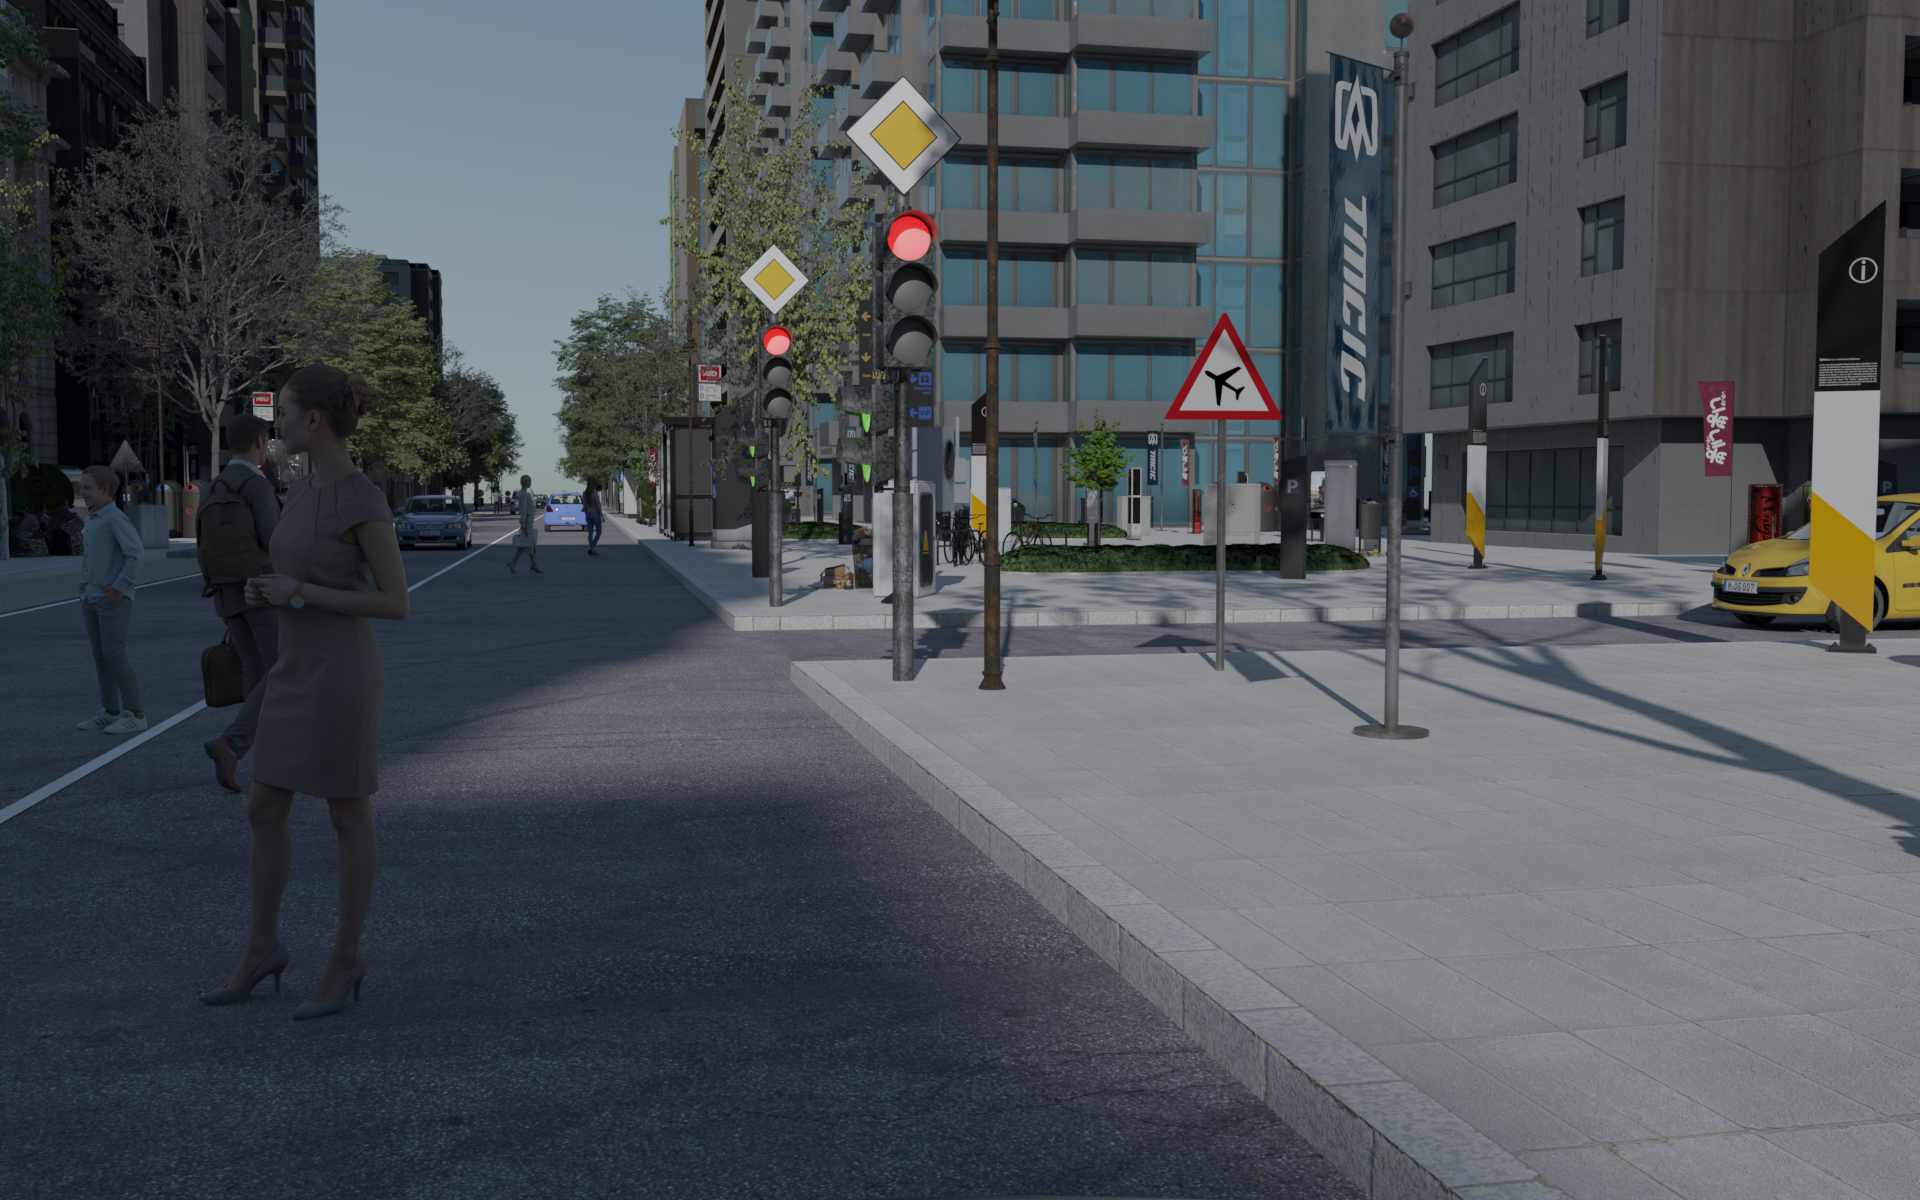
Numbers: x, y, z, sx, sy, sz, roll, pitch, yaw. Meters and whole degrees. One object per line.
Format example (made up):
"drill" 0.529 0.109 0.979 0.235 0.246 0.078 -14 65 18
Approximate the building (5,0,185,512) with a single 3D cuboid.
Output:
"building" -40.527 -14.775 71.252 12.332 23.373 15.834 -1 4 -12

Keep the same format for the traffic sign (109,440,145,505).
"traffic sign" -20.010 -2.542 41.562 0.884 2.594 0.081 0 4 -7

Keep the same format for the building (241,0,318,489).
"building" -55.162 -28.108 114.190 22.147 44.769 28.867 -1 4 -12

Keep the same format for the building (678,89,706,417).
"building" -23.917 -33.240 193.584 14.600 45.320 14.200 -1 4 -12

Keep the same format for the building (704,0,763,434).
"building" -8.825 -31.497 138.684 21.300 48.544 21.600 -1 4 -12

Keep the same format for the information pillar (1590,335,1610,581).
"information pillar" 9.573 -2.107 25.811 0.183 3.616 0.504 2 4 29

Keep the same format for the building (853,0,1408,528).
"building" 5.687 -28.026 77.841 23.786 49.044 30.456 -1 4 -12

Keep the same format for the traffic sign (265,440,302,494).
"traffic sign" -25.925 -4.361 65.169 2.265 3.308 0.079 0 4 -6

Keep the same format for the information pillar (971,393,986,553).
"information pillar" 0.500 -2.833 37.668 0.504 3.616 0.183 0 4 5

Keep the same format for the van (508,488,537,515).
"van" -30.787 -7.031 121.970 2.013 2.044 4.112 -1 4 -12

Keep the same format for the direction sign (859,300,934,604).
"direction sign" -0.743 -1.731 20.300 0.876 3.537 0.379 0 4 -5

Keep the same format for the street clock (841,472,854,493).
"street clock" -3.733 -3.269 58.018 0.471 2.002 0.358 2 4 32

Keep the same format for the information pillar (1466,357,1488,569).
"information pillar" 8.846 -2.340 29.617 0.504 3.616 0.183 -3 5 -43

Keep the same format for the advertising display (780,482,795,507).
"advertising display" -9.242 -5.347 92.634 0.974 1.923 0.123 -3 5 -40

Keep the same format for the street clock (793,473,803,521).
"street clock" -5.445 -3.280 58.204 0.358 2.002 0.471 0 4 -5

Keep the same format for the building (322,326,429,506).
"building" -74.048 -21.102 190.052 27.650 21.520 28.899 -1 4 -12

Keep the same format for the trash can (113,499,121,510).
"trash can" -25.881 -2.559 53.496 0.748 1.137 0.748 0 3 0

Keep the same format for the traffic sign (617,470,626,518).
"traffic sign" -17.688 -5.581 91.358 0.768 2.556 0.104 0 4 -3

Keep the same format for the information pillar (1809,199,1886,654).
"information pillar" 7.162 -1.383 13.970 0.504 3.616 0.183 2 4 24

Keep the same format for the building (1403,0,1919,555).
"building" 19.789 -16.394 39.737 14.107 30.474 14.160 -1 4 -12

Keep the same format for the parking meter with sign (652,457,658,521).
"parking meter with sign" -14.165 -5.343 83.617 1.738 3.016 0.543 -3 5 -39

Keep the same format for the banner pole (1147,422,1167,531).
"banner pole" 6.824 -4.290 60.151 0.863 3.779 0.401 -2 4 -30

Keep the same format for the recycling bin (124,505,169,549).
"recycling bin" -19.102 -1.719 40.664 0.722 1.027 0.722 2 4 34

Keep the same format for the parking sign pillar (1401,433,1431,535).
"parking sign pillar" 14.340 -4.035 54.451 1.447 3.967 1.447 1 4 20

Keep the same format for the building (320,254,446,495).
"building" -71.260 -26.982 212.851 14.160 30.474 14.107 -1 4 -12

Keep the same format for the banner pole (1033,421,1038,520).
"banner pole" 2.562 -4.217 58.960 0.401 3.779 0.863 1 4 11

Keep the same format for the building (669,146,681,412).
"building" -27.296 -32.041 207.469 14.154 41.232 14.086 -1 4 -12

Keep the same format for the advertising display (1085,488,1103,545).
"advertising display" 3.231 -2.235 41.761 0.123 1.923 0.974 -1 4 -14

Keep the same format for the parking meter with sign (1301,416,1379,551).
"parking meter with sign" 8.580 -2.614 38.997 1.738 3.016 0.543 0 4 7

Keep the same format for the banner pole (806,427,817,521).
"banner pole" -5.526 -4.572 64.761 0.401 3.779 0.863 2 4 33

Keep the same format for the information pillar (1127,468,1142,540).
"information pillar" 4.842 -2.665 48.059 0.304 2.012 0.304 -1 4 -17

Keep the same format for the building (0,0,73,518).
"building" -36.971 -12.838 51.696 13.314 21.916 24.055 -1 4 -12

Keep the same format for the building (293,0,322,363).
"building" -60.246 -42.771 137.551 20.563 71.187 20.611 -1 4 -12

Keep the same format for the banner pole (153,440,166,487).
"banner pole" -33.656 -5.064 72.808 0.863 3.779 0.401 1 4 22

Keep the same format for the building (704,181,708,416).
"building" -16.002 -23.504 155.989 14.160 30.474 14.107 -1 4 -12

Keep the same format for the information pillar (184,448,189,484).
"information pillar" -36.773 -5.570 82.418 0.504 3.616 0.183 3 5 42

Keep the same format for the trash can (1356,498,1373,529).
"trash can" 14.845 -3.194 63.871 0.748 1.137 0.748 0 3 0

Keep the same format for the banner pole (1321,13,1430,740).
"banner pole" 2.130 -1.159 8.971 0.863 3.779 0.401 -3 5 -42

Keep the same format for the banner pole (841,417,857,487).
"banner pole" -3.622 -4.047 56.191 0.401 3.779 0.863 3 4 38

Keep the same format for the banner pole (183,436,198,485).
"banner pole" -33.024 -5.158 74.347 0.863 3.779 0.401 1 4 16

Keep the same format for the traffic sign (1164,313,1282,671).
"traffic sign" 1.889 -0.765 12.517 0.884 2.594 0.081 -1 4 -11

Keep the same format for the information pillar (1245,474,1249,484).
"information pillar" 10.376 -3.590 63.194 0.304 2.012 0.304 1 4 16

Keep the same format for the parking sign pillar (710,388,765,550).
"parking sign pillar" -5.139 -3.190 40.624 1.447 3.967 1.447 -2 4 -23

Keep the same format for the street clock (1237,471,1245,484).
"street clock" 9.002 -3.114 55.479 0.358 2.002 0.471 0 4 4

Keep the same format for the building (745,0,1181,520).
"building" -2.122 -30.210 113.539 23.786 49.044 30.456 -1 4 -12

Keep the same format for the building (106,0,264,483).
"building" -46.846 -19.742 94.486 14.160 30.474 14.107 -1 4 -12

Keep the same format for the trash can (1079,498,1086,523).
"trash can" 4.696 -3.134 62.901 0.748 1.137 0.748 0 3 0

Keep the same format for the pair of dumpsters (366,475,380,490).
"pair of dumpsters" -30.551 -5.250 88.327 1.574 2.255 4.437 -1 4 -12
